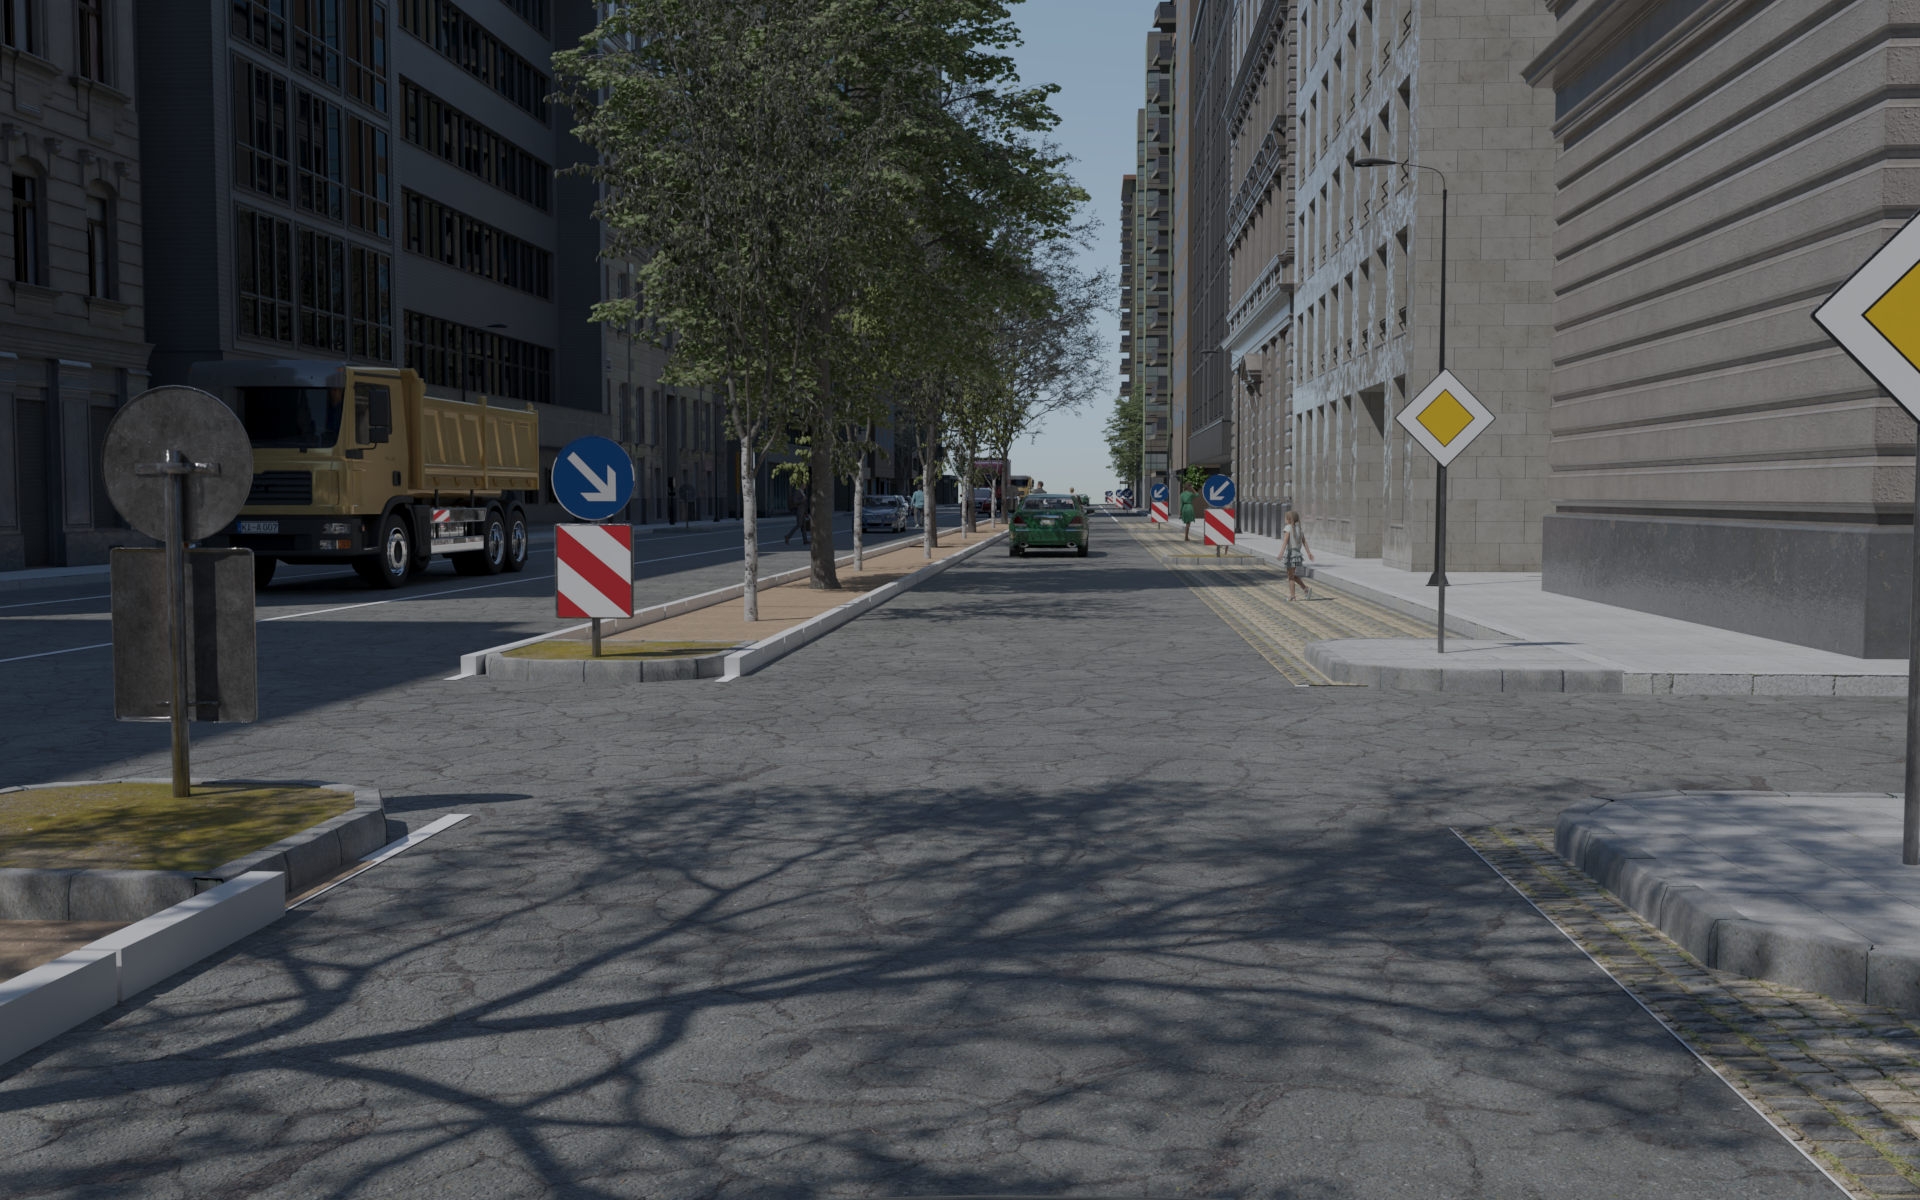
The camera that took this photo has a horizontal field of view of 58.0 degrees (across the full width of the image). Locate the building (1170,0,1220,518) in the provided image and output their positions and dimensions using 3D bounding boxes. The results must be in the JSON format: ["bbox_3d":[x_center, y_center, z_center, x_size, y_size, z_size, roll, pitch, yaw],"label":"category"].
[{"bbox_3d":[19.582,-27.439,98.735,14.600,45.320,14.200,0,4,4],"label":"building"}]

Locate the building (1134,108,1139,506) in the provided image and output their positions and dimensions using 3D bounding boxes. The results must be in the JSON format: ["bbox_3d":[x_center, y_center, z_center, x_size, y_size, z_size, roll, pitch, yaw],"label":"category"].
[{"bbox_3d":[25.903,-30.757,186.476,14.154,41.232,14.086,0,4,4],"label":"building"}]

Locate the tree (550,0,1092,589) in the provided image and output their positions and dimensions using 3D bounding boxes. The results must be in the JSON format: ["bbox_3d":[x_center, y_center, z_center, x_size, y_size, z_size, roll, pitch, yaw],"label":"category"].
[{"bbox_3d":[-1.980,-6.402,25.249,7.486,12.596,7.792,0,3,0],"label":"tree"}]

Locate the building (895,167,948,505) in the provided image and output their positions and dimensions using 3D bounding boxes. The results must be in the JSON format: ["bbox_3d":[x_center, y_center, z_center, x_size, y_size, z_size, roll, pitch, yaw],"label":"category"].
[{"bbox_3d":[-13.000,-33.541,203.018,22.147,44.769,28.867,0,4,4],"label":"building"}]

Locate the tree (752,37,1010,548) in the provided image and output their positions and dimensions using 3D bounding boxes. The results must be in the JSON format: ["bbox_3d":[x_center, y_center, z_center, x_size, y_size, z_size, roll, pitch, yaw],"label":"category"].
[{"bbox_3d":[-0.787,-8.134,45.820,12.009,13.543,11.850,0,3,0],"label":"tree"}]

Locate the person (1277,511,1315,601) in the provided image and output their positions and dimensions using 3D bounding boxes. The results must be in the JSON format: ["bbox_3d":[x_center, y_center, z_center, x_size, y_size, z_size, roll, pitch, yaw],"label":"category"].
[{"bbox_3d":[4.430,-0.577,22.950,0.505,1.210,0.382,-3,5,-44],"label":"person"}]

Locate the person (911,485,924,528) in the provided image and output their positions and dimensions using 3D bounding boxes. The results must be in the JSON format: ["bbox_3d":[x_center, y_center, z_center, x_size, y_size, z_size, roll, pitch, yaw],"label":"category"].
[{"bbox_3d":[-1.734,-3.959,73.254,0.660,1.820,0.620,-1,4,-12],"label":"person"}]

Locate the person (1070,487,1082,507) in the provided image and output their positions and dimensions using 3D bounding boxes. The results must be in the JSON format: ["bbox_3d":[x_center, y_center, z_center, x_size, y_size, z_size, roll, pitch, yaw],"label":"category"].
[{"bbox_3d":[5.140,-4.218,78.139,0.731,1.740,0.598,1,4,10],"label":"person"}]

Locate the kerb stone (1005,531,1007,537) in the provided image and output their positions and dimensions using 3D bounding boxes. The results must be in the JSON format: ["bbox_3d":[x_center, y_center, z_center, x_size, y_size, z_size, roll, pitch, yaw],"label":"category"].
[{"bbox_3d":[1.393,-2.128,57.063,0.120,0.150,1.000,0,4,4],"label":"kerb stone"}]

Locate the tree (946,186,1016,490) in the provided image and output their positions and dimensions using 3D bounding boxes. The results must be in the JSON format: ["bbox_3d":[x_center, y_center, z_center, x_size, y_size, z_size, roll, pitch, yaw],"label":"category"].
[{"bbox_3d":[-0.715,-5.190,37.673,4.360,8.622,3.978,0,3,0],"label":"tree"}]

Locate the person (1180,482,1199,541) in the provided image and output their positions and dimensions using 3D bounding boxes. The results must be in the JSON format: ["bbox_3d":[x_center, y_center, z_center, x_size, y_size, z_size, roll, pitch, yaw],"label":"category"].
[{"bbox_3d":[6.906,-2.681,52.588,0.600,1.795,0.529,2,4,32],"label":"person"}]

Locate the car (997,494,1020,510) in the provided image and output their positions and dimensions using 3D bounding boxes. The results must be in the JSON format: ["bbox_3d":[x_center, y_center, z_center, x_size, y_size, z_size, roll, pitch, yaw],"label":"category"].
[{"bbox_3d":[4.220,-8.912,154.387,2.281,1.827,5.304,0,4,4],"label":"car"}]

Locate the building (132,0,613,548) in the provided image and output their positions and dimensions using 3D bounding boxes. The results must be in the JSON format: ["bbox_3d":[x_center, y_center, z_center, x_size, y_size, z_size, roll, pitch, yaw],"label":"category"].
[{"bbox_3d":[-20.630,-14.004,48.033,14.314,24.678,30.058,0,4,4],"label":"building"}]

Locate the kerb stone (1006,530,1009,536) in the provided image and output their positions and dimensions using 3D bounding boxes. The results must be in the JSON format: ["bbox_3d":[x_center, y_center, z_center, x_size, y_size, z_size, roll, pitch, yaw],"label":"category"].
[{"bbox_3d":[1.463,-2.195,58.089,0.120,0.150,1.000,0,4,4],"label":"kerb stone"}]

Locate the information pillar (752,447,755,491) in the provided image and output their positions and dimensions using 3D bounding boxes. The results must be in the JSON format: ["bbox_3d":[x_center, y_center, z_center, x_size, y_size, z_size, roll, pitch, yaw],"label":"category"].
[{"bbox_3d":[-10.310,-5.811,86.360,0.183,3.616,0.504,0,4,0],"label":"information pillar"}]

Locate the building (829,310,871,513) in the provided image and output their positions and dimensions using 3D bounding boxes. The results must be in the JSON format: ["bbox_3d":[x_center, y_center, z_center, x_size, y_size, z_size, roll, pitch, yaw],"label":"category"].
[{"bbox_3d":[-22.137,-17.267,127.355,27.650,21.520,28.899,0,4,4],"label":"building"}]

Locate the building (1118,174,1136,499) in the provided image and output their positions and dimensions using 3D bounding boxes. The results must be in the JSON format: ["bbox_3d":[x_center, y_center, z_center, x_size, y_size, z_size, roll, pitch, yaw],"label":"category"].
[{"bbox_3d":[32.497,-35.328,232.229,22.147,44.769,28.867,0,4,4],"label":"building"}]

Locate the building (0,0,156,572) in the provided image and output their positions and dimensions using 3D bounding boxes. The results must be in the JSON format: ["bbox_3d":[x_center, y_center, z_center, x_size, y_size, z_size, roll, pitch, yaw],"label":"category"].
[{"bbox_3d":[-20.700,-10.692,23.969,9.793,20.994,18.267,0,4,4],"label":"building"}]

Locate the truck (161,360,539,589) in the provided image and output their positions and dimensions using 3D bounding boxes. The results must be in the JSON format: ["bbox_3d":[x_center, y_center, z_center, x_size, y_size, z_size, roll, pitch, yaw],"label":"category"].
[{"bbox_3d":[-9.571,-1.977,28.244,3.469,3.379,9.791,0,4,4],"label":"truck"}]

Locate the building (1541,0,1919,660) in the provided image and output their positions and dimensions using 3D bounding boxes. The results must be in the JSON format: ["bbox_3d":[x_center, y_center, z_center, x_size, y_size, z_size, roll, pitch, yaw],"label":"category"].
[{"bbox_3d":[16.576,-11.495,16.822,19.941,23.489,11.050,0,4,4],"label":"building"}]

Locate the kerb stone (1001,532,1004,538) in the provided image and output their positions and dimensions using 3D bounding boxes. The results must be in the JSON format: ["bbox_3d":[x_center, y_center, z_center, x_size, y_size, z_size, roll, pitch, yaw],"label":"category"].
[{"bbox_3d":[1.236,-2.008,55.023,0.120,0.150,1.000,0,4,4],"label":"kerb stone"}]

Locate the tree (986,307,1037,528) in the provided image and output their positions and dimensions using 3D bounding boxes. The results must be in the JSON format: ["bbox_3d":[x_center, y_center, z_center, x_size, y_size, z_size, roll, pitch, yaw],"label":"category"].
[{"bbox_3d":[0.113,-6.266,55.277,4.737,8.622,4.395,0,3,0],"label":"tree"}]

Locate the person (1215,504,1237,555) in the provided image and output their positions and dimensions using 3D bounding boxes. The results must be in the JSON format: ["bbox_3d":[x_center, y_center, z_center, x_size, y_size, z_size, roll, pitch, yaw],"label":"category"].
[{"bbox_3d":[6.176,-1.630,40.172,0.505,1.210,0.382,-2,4,-35],"label":"person"}]

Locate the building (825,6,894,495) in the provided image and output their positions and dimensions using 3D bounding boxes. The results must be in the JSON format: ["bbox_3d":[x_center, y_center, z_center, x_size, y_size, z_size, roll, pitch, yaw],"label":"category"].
[{"bbox_3d":[-13.279,-30.424,147.550,14.600,45.320,14.200,0,4,4],"label":"building"}]

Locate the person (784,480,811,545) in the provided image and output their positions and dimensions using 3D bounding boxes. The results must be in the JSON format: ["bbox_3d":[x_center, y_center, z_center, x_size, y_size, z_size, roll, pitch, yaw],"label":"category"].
[{"bbox_3d":[-4.564,-2.494,49.249,0.822,1.834,0.622,0,4,5],"label":"person"}]

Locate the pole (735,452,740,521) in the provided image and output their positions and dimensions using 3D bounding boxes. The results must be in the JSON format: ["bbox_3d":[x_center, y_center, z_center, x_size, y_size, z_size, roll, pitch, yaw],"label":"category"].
[{"bbox_3d":[-10.732,-5.486,83.545,0.158,3.312,0.155,0,3,0],"label":"pole"}]

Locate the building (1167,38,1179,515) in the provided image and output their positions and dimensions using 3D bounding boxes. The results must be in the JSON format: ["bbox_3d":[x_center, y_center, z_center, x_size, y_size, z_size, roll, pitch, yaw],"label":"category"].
[{"bbox_3d":[20.592,-20.892,113.280,14.160,30.474,14.107,0,4,4],"label":"building"}]

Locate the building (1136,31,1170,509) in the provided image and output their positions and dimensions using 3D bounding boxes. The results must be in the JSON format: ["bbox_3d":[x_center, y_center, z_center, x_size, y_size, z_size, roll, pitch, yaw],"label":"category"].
[{"bbox_3d":[23.643,-28.933,156.654,14.154,41.232,14.086,0,4,4],"label":"building"}]

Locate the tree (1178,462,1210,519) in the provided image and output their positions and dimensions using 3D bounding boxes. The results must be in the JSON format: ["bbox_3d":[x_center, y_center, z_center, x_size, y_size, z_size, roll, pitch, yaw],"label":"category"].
[{"bbox_3d":[12.155,-5.881,90.760,1.663,3.219,1.824,0,3,0],"label":"tree"}]

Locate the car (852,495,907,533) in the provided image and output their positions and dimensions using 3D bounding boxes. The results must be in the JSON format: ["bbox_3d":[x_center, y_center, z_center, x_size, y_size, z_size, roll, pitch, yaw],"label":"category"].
[{"bbox_3d":[-2.998,-3.241,64.989,2.014,1.417,4.499,0,4,3],"label":"car"}]

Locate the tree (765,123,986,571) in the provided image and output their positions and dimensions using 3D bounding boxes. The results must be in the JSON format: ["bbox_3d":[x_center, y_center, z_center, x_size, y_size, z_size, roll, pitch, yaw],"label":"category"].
[{"bbox_3d":[-1.909,-4.848,32.086,4.737,8.622,4.395,0,3,0],"label":"tree"}]

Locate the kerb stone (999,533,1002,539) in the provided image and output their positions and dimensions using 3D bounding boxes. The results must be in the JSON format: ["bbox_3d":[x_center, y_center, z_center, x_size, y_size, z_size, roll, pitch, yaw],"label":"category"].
[{"bbox_3d":[1.162,-1.942,54.004,0.120,0.150,1.000,0,4,4],"label":"kerb stone"}]

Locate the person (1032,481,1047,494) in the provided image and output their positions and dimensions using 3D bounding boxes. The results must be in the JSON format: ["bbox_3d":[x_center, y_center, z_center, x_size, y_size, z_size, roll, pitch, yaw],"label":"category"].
[{"bbox_3d":[2.433,-2.861,55.080,0.655,1.846,0.447,-2,4,-32],"label":"person"}]

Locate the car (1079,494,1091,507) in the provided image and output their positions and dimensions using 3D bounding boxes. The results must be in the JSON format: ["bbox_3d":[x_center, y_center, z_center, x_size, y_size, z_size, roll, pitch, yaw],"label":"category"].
[{"bbox_3d":[13.959,-11.443,198.883,2.131,1.459,4.920,0,4,5],"label":"car"}]

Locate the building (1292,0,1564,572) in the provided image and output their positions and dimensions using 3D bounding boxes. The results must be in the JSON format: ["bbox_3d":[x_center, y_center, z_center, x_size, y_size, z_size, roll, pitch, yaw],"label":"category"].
[{"bbox_3d":[13.212,-11.077,35.855,10.420,20.320,16.860,0,4,4],"label":"building"}]

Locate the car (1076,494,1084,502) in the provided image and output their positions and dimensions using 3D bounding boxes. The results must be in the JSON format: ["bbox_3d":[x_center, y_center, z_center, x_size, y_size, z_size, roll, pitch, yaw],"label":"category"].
[{"bbox_3d":[11.516,-10.098,175.318,2.015,1.641,3.980,0,4,3],"label":"car"}]

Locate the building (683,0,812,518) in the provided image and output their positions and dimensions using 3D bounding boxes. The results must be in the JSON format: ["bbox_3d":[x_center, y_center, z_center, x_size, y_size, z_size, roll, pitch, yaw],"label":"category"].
[{"bbox_3d":[-20.119,-29.200,101.114,21.300,48.544,21.600,0,4,4],"label":"building"}]

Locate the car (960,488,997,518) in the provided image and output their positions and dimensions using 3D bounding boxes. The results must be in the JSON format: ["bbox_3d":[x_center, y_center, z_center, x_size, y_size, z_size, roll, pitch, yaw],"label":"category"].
[{"bbox_3d":[1.169,-6.041,107.439,2.281,1.827,5.304,0,4,4],"label":"car"}]

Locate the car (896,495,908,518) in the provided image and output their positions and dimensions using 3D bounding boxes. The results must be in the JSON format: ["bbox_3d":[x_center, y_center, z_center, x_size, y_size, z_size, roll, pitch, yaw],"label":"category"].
[{"bbox_3d":[-4.123,-5.602,103.960,2.083,1.381,4.827,0,4,2],"label":"car"}]

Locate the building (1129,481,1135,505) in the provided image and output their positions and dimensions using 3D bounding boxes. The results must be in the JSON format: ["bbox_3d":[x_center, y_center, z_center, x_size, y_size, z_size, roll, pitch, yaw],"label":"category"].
[{"bbox_3d":[36.433,-31.384,205.013,32.217,40.220,23.993,0,4,4],"label":"building"}]

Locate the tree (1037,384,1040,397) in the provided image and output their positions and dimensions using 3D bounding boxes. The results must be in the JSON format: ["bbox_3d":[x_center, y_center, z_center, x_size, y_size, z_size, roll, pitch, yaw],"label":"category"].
[{"bbox_3d":[1.368,-7.305,72.248,4.737,8.622,4.395,0,3,0],"label":"tree"}]

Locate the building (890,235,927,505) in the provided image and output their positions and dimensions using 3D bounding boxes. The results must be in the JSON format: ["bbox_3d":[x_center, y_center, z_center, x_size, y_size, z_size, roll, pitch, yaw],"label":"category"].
[{"bbox_3d":[-10.821,-25.034,181.005,14.160,30.474,14.107,0,4,4],"label":"building"}]

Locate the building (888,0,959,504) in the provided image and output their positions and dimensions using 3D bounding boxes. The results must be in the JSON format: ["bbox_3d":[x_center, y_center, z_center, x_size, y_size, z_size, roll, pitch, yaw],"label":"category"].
[{"bbox_3d":[-10.694,-48.258,227.271,20.563,71.187,20.611,0,4,4],"label":"building"}]

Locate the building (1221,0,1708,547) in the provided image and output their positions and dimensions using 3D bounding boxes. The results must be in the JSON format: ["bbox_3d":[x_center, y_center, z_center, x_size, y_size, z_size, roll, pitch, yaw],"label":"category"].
[{"bbox_3d":[14.179,-13.802,54.537,11.050,23.489,19.941,0,4,4],"label":"building"}]

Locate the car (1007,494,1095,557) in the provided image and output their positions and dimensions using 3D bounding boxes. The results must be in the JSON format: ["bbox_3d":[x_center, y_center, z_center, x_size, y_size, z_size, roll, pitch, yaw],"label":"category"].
[{"bbox_3d":[2.139,-1.788,41.028,2.131,1.459,4.920,0,4,4],"label":"car"}]

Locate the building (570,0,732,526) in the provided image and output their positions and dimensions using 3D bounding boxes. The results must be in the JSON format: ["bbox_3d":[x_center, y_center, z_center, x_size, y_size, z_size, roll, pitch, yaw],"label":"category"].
[{"bbox_3d":[-18.335,-17.054,76.099,12.463,27.353,25.104,0,4,4],"label":"building"}]

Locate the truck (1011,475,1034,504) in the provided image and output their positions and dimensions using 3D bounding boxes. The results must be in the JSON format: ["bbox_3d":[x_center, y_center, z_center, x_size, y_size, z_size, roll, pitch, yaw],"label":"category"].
[{"bbox_3d":[6.194,-11.318,180.974,3.469,3.379,9.791,0,4,5],"label":"truck"}]

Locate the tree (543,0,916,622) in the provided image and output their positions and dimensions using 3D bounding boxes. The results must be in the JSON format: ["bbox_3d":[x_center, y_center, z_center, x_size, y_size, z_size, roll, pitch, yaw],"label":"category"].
[{"bbox_3d":[-2.340,-4.042,18.906,4.360,8.622,3.978,0,3,0],"label":"tree"}]

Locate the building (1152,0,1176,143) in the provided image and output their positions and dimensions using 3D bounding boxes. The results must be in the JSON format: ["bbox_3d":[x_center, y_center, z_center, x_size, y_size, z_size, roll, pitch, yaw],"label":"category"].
[{"bbox_3d":[26.116,-29.316,133.946,22.147,44.769,28.867,0,4,4],"label":"building"}]

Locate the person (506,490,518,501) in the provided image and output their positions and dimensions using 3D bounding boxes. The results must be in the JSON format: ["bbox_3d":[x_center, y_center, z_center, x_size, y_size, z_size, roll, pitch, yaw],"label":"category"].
[{"bbox_3d":[-11.615,-2.208,44.813,0.699,1.804,1.509,-1,4,-8],"label":"person"}]

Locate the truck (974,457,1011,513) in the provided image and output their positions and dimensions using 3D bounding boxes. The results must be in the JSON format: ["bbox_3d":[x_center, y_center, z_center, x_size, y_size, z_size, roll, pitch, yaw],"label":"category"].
[{"bbox_3d":[2.461,-8.923,134.801,2.839,4.237,11.283,0,4,5],"label":"truck"}]

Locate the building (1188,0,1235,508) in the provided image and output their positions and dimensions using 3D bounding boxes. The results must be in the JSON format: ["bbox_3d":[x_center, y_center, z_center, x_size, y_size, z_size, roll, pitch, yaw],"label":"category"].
[{"bbox_3d":[17.955,-17.287,76.149,14.314,27.812,24.014,0,4,4],"label":"building"}]

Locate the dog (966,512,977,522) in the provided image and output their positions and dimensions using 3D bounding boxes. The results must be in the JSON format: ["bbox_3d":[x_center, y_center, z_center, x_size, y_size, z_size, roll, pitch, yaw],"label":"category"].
[{"bbox_3d":[0.565,-4.274,89.165,0.406,0.507,0.540,3,5,39],"label":"dog"}]

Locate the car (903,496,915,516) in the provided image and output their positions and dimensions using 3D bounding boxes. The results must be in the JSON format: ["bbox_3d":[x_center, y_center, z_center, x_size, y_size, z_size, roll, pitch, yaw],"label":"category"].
[{"bbox_3d":[-3.955,-6.144,113.033,1.945,1.354,3.894,0,4,6],"label":"car"}]

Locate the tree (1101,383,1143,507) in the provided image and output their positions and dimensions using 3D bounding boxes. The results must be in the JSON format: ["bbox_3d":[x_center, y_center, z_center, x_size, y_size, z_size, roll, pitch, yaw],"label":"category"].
[{"bbox_3d":[18.142,-15.753,175.692,7.486,12.596,7.792,0,3,0],"label":"tree"}]

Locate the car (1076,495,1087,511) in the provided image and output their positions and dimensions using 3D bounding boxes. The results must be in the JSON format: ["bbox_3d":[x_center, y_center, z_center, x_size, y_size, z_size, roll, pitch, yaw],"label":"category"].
[{"bbox_3d":[5.332,-4.706,86.735,2.009,1.686,4.222,0,4,6],"label":"car"}]
